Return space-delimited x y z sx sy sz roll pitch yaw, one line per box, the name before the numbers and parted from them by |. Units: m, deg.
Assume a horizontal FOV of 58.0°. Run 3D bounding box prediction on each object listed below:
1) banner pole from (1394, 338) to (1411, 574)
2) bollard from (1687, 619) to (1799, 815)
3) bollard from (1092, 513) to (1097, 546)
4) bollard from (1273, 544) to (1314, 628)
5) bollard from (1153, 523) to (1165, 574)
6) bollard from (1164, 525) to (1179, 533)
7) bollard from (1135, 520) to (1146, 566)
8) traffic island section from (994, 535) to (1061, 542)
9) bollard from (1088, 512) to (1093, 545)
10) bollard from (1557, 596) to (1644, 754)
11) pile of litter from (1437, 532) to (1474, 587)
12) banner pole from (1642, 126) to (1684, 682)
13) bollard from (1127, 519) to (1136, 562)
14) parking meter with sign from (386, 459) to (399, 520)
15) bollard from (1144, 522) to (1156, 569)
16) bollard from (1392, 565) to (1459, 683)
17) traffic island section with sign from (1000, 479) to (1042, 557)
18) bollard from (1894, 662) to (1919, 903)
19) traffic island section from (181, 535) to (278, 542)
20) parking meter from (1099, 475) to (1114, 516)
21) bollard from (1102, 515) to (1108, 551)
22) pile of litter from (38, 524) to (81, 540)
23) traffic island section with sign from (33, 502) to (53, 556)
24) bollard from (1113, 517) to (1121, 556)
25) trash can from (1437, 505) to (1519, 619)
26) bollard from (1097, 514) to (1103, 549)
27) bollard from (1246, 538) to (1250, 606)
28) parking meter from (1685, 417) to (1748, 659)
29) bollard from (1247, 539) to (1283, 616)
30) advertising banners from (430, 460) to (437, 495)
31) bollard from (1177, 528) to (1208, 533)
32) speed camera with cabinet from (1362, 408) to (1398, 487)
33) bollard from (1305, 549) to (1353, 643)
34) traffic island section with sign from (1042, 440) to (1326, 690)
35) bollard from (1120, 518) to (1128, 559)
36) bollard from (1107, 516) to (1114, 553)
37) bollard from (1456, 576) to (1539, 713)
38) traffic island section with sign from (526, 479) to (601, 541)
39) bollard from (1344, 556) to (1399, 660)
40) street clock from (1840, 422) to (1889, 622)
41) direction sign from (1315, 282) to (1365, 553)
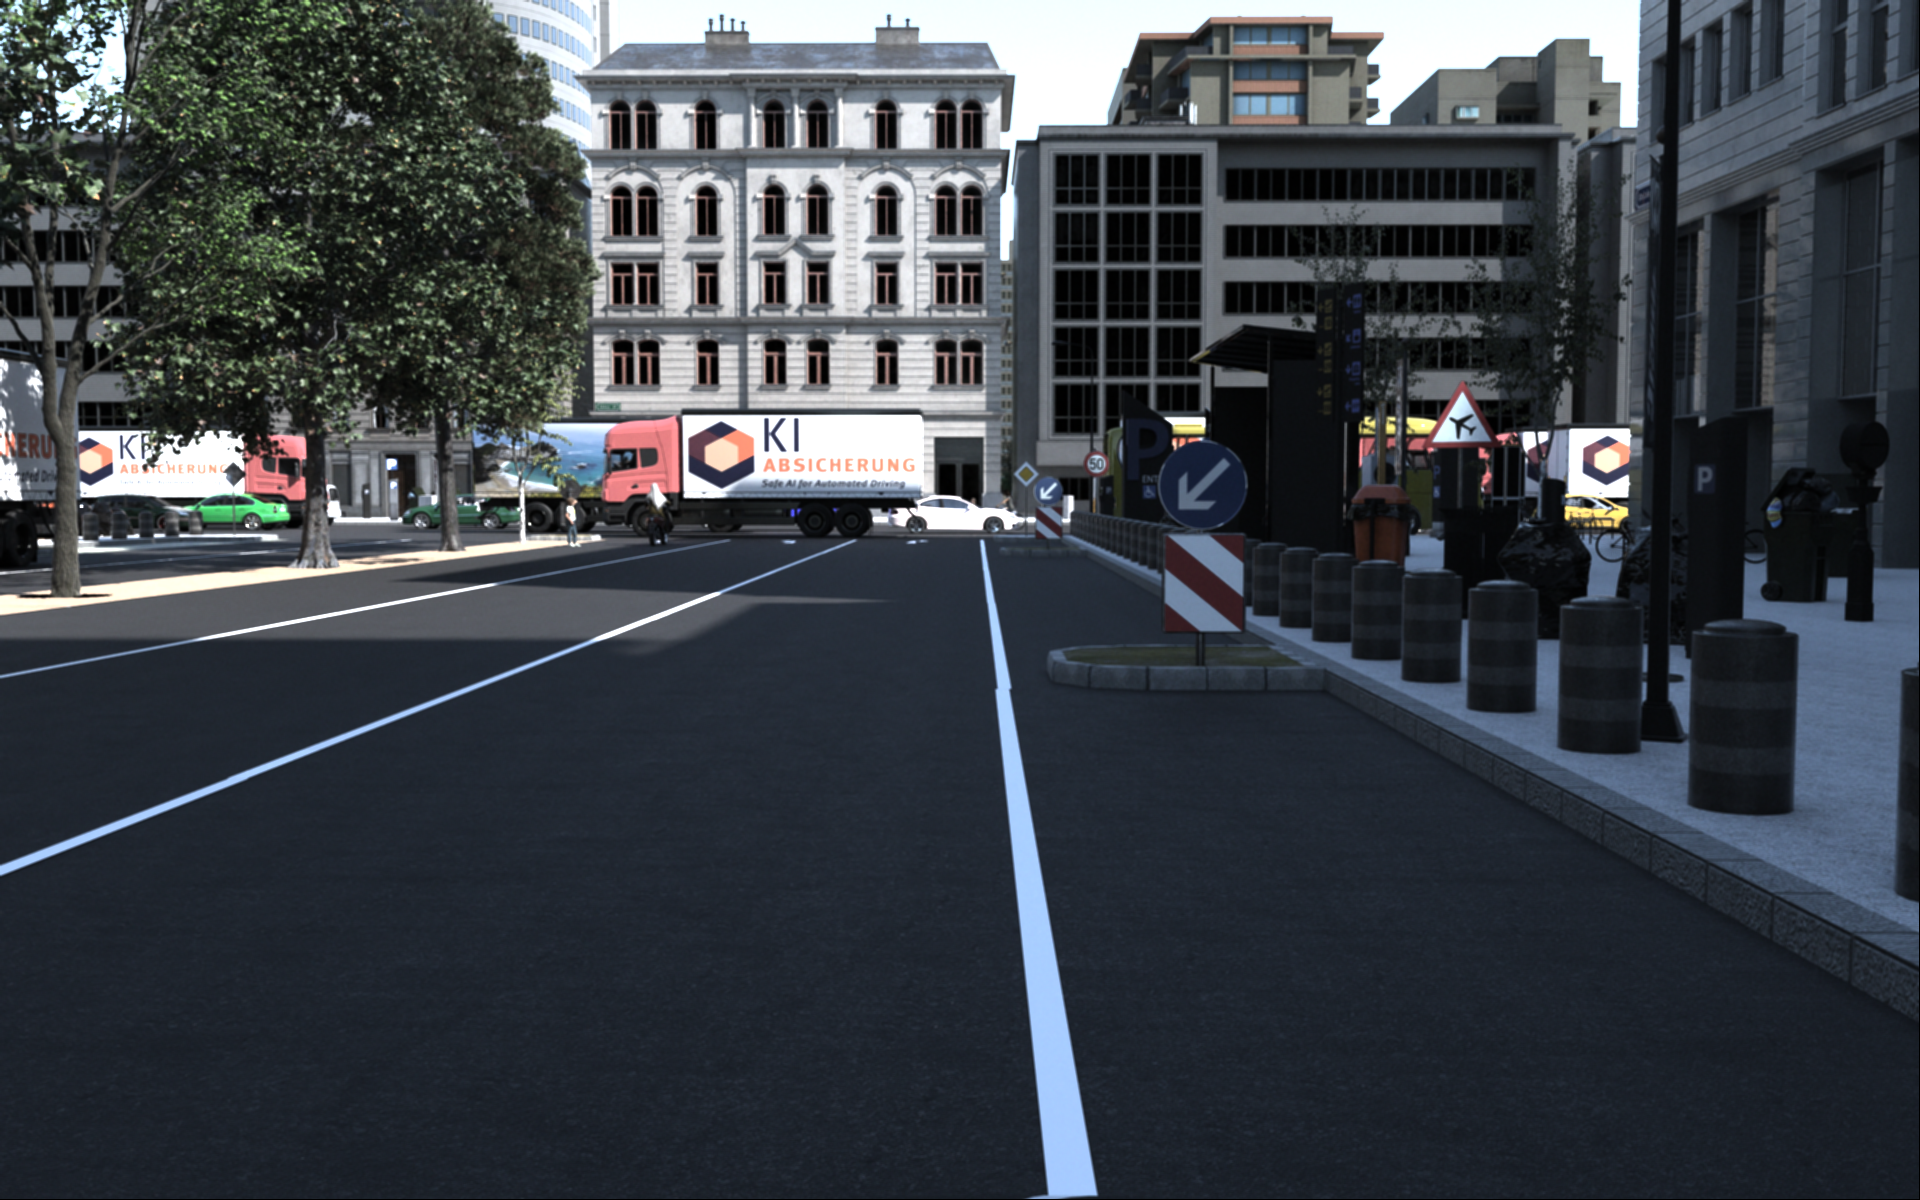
banner pole | 7.163 -2.332 28.152 0.401 3.779 0.863 0 4 1
bollard | 3.201 0.467 7.086 0.404 0.777 0.398 0 3 0
bollard | 3.516 -1.697 42.467 0.404 0.777 0.398 0 3 0
bollard | 3.291 -0.123 16.732 0.404 0.777 0.398 0 3 0
bollard | 3.389 -0.811 27.977 0.404 0.777 0.398 0 3 0
bollard | 3.376 -0.713 26.375 0.404 0.777 0.398 0 3 0
bollard | 3.416 -1.008 31.194 0.404 0.777 0.398 0 3 0
traffic island section | 2.040 -1.870 52.859 2.009 0.180 2.903 0 4 0
bollard | 3.531 -1.796 44.083 0.404 0.777 0.398 0 3 0
bollard | 3.221 0.367 8.711 0.404 0.777 0.398 0 3 0
pile of litter | 6.862 -0.583 23.498 1.176 0.858 1.719 -2 4 -35
banner pole | 4.677 -1.324 11.668 0.401 3.779 0.863 2 4 30
bollard | 3.429 -1.107 32.808 0.404 0.777 0.398 0 3 0
parking meter with sign | -27.777 -5.417 84.832 0.543 3.016 1.738 -1 4 -20
bollard | 3.407 -0.910 29.592 0.404 0.777 0.398 0 3 0
bollard | 3.249 0.171 11.925 0.404 0.777 0.398 0 3 0
traffic island section with sign | 1.934 -1.953 40.567 1.989 1.847 2.006 0 4 0
bollard | 3.197 0.565 5.484 0.404 0.777 0.398 0 3 0
traffic island section | -22.251 -1.883 53.074 2.009 0.180 2.903 0 4 0
parking meter | 4.534 -2.933 53.666 0.399 1.863 0.255 -2 4 -24
bollard | 3.483 -1.501 39.263 0.404 0.777 0.398 0 3 0
pile of litter | -25.712 -2.136 48.883 1.719 0.858 1.176 -1 4 -18
traffic island section with sign | -22.036 -1.963 40.716 1.989 1.847 2.006 0 4 0
bollard | 3.459 -1.304 36.037 0.404 0.777 0.398 0 3 0
trash can | 5.317 -0.383 17.917 0.748 1.137 0.748 0 3 0
bollard | 3.502 -1.599 40.865 0.404 0.777 0.398 0 3 0
bollard | 3.318 -0.319 19.939 0.404 0.777 0.398 0 3 0
parking meter | 5.828 -0.468 13.364 0.255 1.863 0.399 -1 4 -18
bollard | 3.302 -0.221 18.337 0.404 0.777 0.398 0 3 0
advertising banners | -27.475 -5.764 90.422 0.090 3.025 2.074 -2 4 -24
bollard | 3.359 -0.615 24.773 0.404 0.777 0.398 0 3 0
speed camera with cabinet | 8.903 -2.755 39.372 2.038 3.252 0.660 -1 4 -10
bollard | 3.281 -0.025 15.129 0.404 0.777 0.398 0 3 0
traffic island section with sign | 1.700 -0.305 13.612 1.989 1.847 2.006 0 4 0
bollard | 3.446 -1.205 34.411 0.404 0.777 0.398 0 3 0
bollard | 3.472 -1.403 37.659 0.404 0.777 0.398 0 3 0
bollard | 3.231 0.269 10.316 0.404 0.777 0.398 0 3 0
traffic island section with sign | -12.113 -2.757 53.220 2.006 1.907 1.989 0 4 0
bollard | 3.265 0.073 13.527 0.404 0.777 0.398 0 3 0
street clock | 9.089 -0.788 17.449 0.471 2.002 0.358 -2 4 -28
direction sign | 4.144 -1.650 18.972 0.379 3.537 0.876 -1 4 -22
